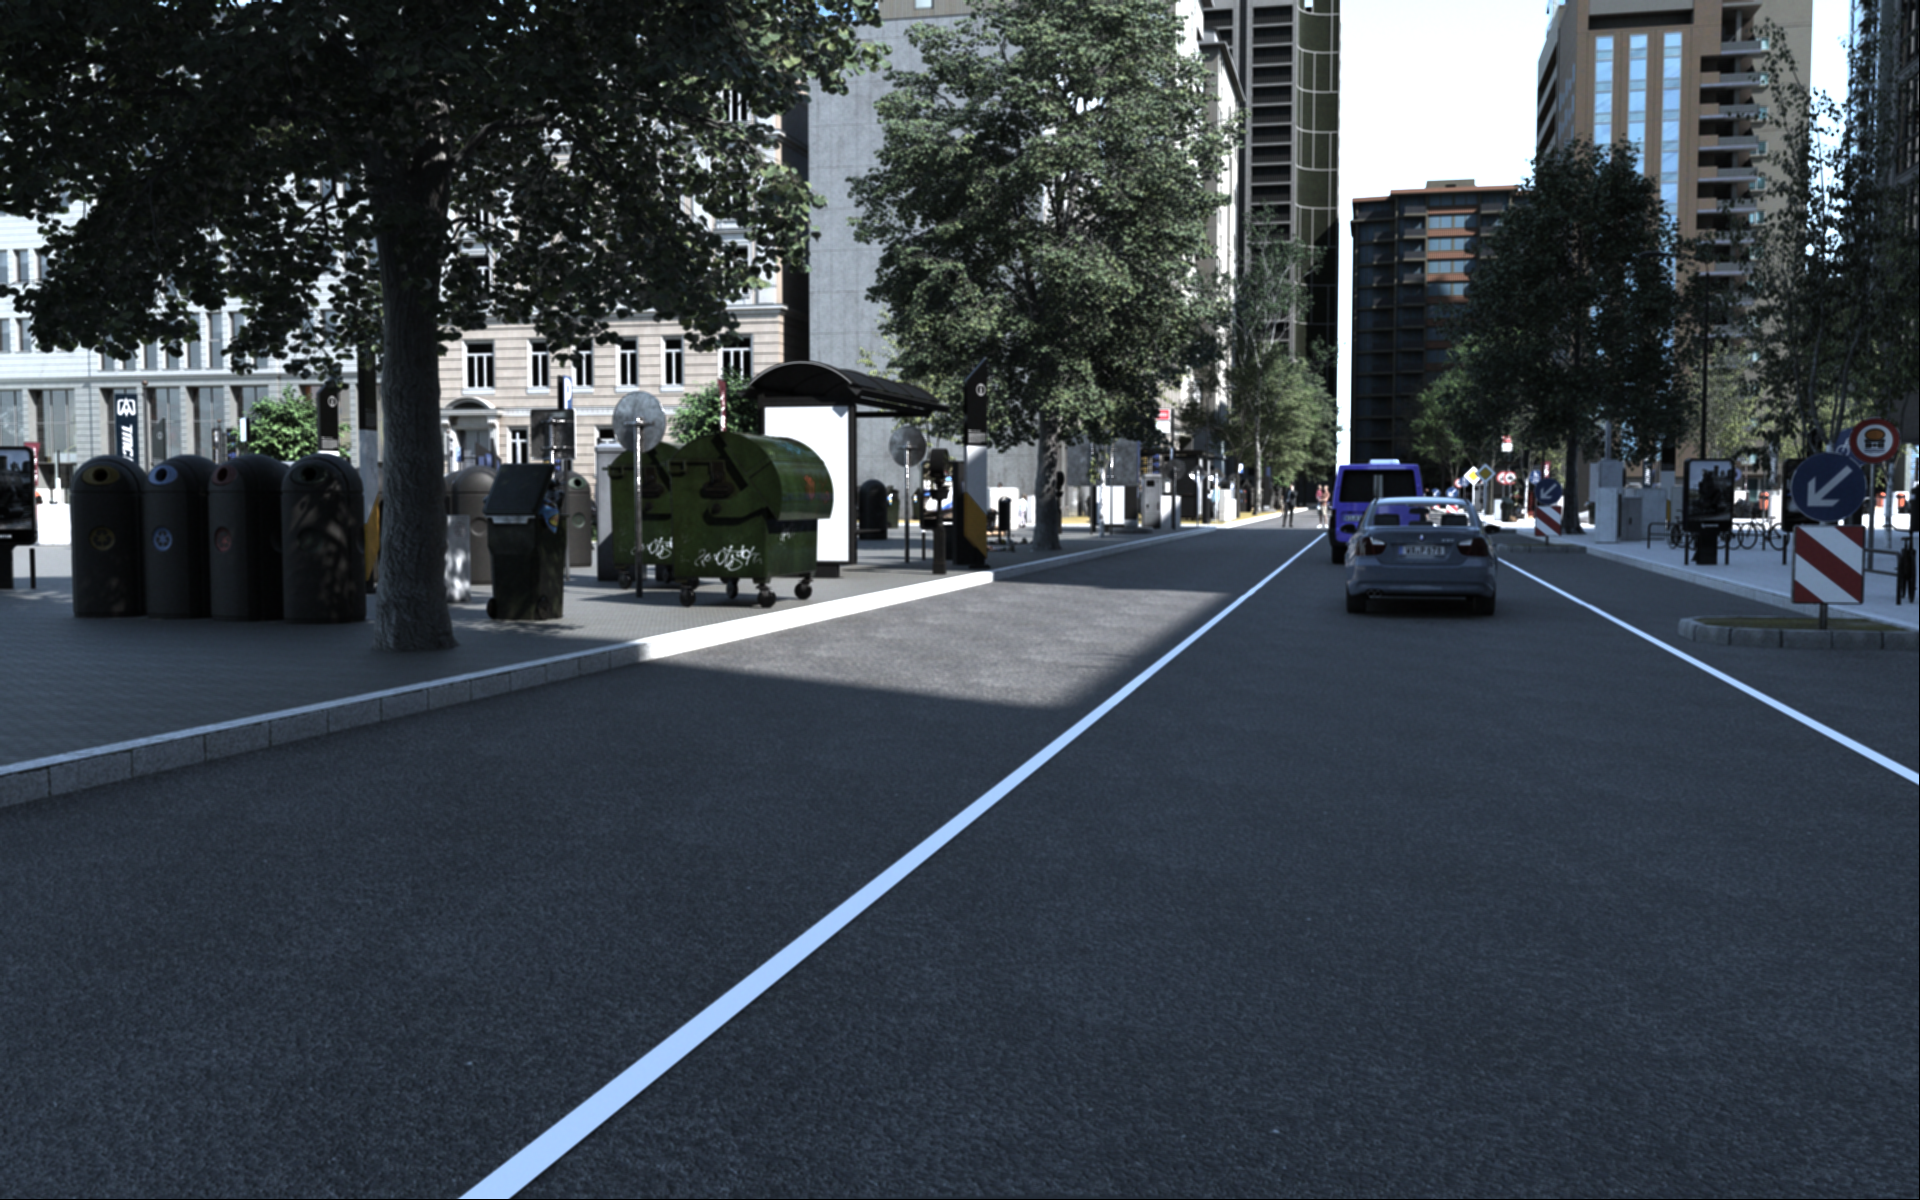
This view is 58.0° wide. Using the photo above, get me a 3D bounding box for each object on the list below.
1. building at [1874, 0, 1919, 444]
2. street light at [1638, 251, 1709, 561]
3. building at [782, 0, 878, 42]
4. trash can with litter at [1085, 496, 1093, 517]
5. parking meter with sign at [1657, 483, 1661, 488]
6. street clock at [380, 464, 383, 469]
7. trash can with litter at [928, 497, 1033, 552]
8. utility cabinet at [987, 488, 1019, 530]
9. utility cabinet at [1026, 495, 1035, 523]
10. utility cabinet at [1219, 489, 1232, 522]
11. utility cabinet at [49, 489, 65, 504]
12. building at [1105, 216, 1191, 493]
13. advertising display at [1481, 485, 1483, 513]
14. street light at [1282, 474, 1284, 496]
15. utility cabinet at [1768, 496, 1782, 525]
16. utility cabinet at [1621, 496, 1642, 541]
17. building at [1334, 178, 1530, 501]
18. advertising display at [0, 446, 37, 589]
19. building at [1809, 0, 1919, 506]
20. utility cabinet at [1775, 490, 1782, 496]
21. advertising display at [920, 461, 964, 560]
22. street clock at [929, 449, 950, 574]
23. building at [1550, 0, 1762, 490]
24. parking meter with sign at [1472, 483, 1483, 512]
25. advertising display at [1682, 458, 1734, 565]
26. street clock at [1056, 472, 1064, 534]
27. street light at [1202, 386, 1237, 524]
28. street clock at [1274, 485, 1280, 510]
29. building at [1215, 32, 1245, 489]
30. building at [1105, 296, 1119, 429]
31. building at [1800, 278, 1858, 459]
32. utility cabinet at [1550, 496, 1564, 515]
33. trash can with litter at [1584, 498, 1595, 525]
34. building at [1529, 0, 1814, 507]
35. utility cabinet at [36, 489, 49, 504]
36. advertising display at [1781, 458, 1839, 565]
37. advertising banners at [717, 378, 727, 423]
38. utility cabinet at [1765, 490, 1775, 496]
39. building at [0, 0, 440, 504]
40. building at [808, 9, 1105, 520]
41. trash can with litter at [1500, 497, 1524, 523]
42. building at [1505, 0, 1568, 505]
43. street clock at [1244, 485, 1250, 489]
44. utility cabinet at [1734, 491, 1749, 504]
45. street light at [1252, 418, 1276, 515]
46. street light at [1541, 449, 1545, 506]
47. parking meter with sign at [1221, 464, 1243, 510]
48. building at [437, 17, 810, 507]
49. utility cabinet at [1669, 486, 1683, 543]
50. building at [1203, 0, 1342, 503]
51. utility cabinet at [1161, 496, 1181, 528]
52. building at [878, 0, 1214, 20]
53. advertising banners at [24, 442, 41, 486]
[{"bbox_3d":[31.742,-15.009,38.910,14.314,27.812,24.014,1,4,13],"label":"building"},{"bbox_3d":[13.670,-3.708,33.164,1.470,5.913,1.316,1,4,13],"label":"street light"},{"bbox_3d":[-9.151,-55.104,213.622,31.000,86.520,22.319,1,4,13],"label":"building"},{"bbox_3d":[7.481,-5.154,95.651,1.055,1.170,0.624,-2,4,-27],"label":"trash can with litter"},{"bbox_3d":[49.751,-7.729,122.634,1.738,3.016,0.543,2,4,27],"label":"parking meter with sign"},{"bbox_3d":[-12.970,-2.136,39.501,0.471,2.002,0.358,0,4,6],"label":"street clock"},{"bbox_3d":[0.530,-1.697,38.810,2.233,1.210,1.678,2,4,26],"label":"trash can with litter"},{"bbox_3d":[1.493,-3.187,60.781,1.173,1.500,0.318,-2,4,-30],"label":"utility cabinet"},{"bbox_3d":[3.185,-4.021,76.907,0.306,1.237,1.020,1,4,16],"label":"utility cabinet"},{"bbox_3d":[12.130,-4.311,79.168,0.318,1.500,1.173,2,4,23],"label":"utility cabinet"},{"bbox_3d":[-37.304,-3.854,71.697,0.318,1.500,1.173,-1,4,-19],"label":"utility cabinet"},{"bbox_3d":[11.657,-18.841,136.925,11.050,23.489,19.941,1,4,13],"label":"building"},{"bbox_3d":[36.861,-7.066,120.735,0.123,1.923,0.974,-1,4,-21],"label":"advertising display"},{"bbox_3d":[25.965,-10.012,136.243,1.470,5.913,1.316,1,4,13],"label":"street light"},{"bbox_3d":[34.112,-3.711,71.841,1.020,1.237,0.306,0,4,7],"label":"utility cabinet"},{"bbox_3d":[18.010,-2.202,47.159,1.020,1.237,0.306,0,4,-3],"label":"utility cabinet"},{"bbox_3d":[67.829,-36.029,243.700,28.867,44.769,22.147,1,4,13],"label":"building"},{"bbox_3d":[-13.016,-1.111,23.380,0.974,1.923,0.123,-1,4,-17],"label":"advertising display"},{"bbox_3d":[110.488,-53.327,184.569,31.000,86.520,22.319,1,4,13],"label":"building"},{"bbox_3d":[41.040,-4.697,85.468,1.173,1.500,0.318,1,4,11],"label":"utility cabinet"},{"bbox_3d":[-0.322,-1.745,33.738,0.974,1.923,0.123,-2,4,-27],"label":"advertising display"},{"bbox_3d":[-0.327,-1.413,27.665,0.358,2.002,0.471,1,4,11],"label":"street clock"},{"bbox_3d":[58.661,-30.423,147.532,14.600,45.320,14.200,1,4,13],"label":"building"},{"bbox_3d":[36.628,-7.730,122.643,1.738,3.016,0.543,1,4,21],"label":"parking meter with sign"},{"bbox_3d":[13.560,-1.602,31.400,0.974,1.923,0.123,-1,4,-14],"label":"advertising display"},{"bbox_3d":[3.162,-3.129,55.734,0.358,2.002,0.471,-1,4,-18],"label":"street clock"},{"bbox_3d":[11.187,-6.245,74.639,1.470,5.913,1.316,1,4,13],"label":"street light"},{"bbox_3d":[25.197,-8.148,137.787,0.471,2.002,0.358,-2,4,-26],"label":"street clock"},{"bbox_3d":[18.512,-37.637,204.598,27.495,52.752,28.713,1,4,13],"label":"building"},{"bbox_3d":[2.262,-15.107,114.447,16.820,18.784,16.811,1,4,13],"label":"building"},{"bbox_3d":[111.695,-28.051,230.338,14.107,30.474,14.160,1,4,13],"label":"building"},{"bbox_3d":[25.750,-3.888,74.726,0.306,1.237,1.020,0,4,2],"label":"utility cabinet"},{"bbox_3d":[26.529,-3.705,71.963,1.055,1.170,0.624,-1,4,-23],"label":"trash can with litter"},{"bbox_3d":[66.384,-33.043,163.960,21.300,48.544,21.600,1,4,13],"label":"building"},{"bbox_3d":[-41.095,-4.179,77.005,1.173,1.500,0.318,-3,5,-40],"label":"utility cabinet"},{"bbox_3d":[15.426,-1.603,31.426,0.974,1.923,0.123,0,4,3],"label":"advertising display"},{"bbox_3d":[-3.550,-1.901,27.270,0.090,3.025,2.074,0,4,6],"label":"advertising banners"},{"bbox_3d":[47.961,-5.741,102.551,0.318,1.500,1.173,0,4,-2],"label":"utility cabinet"},{"bbox_3d":[-42.141,-19.827,101.657,29.804,29.767,11.434,1,4,13],"label":"building"},{"bbox_3d":[0.518,-16.991,95.824,12.078,24.808,19.932,1,4,13],"label":"building"},{"bbox_3d":[24.839,-4.082,78.122,0.624,1.170,1.055,-1,4,-14],"label":"trash can with litter"},{"bbox_3d":[72.782,-53.576,188.645,22.319,86.520,31.000,1,4,13],"label":"building"},{"bbox_3d":[22.587,-8.064,136.412,0.358,2.002,0.471,-2,4,-32],"label":"street clock"},{"bbox_3d":[54.470,-6.872,121.029,1.173,1.500,0.318,0,4,-1],"label":"utility cabinet"},{"bbox_3d":[18.533,-8.134,105.535,1.470,5.913,1.316,1,4,13],"label":"street light"},{"bbox_3d":[21.063,-5.605,64.186,1.470,5.913,1.316,1,4,13],"label":"street light"},{"bbox_3d":[15.389,-6.320,99.596,1.738,3.016,0.543,3,5,43],"label":"parking meter with sign"},{"bbox_3d":[-17.215,-18.990,96.399,20.117,28.700,13.634,1,4,13],"label":"building"},{"bbox_3d":[18.587,-2.219,44.964,0.318,1.500,1.173,1,4,22],"label":"utility cabinet"},{"bbox_3d":[43.837,-49.582,248.919,20.611,71.187,20.563,1,4,13],"label":"building"},{"bbox_3d":[7.993,-3.375,66.351,1.020,1.237,0.306,-2,4,-34],"label":"utility cabinet"},{"bbox_3d":[8.629,-35.275,165.985,28.713,52.752,27.495,1,4,13],"label":"building"},{"bbox_3d":[-31.698,-3.763,57.717,0.090,3.025,2.074,3,5,43],"label":"advertising banners"}]
